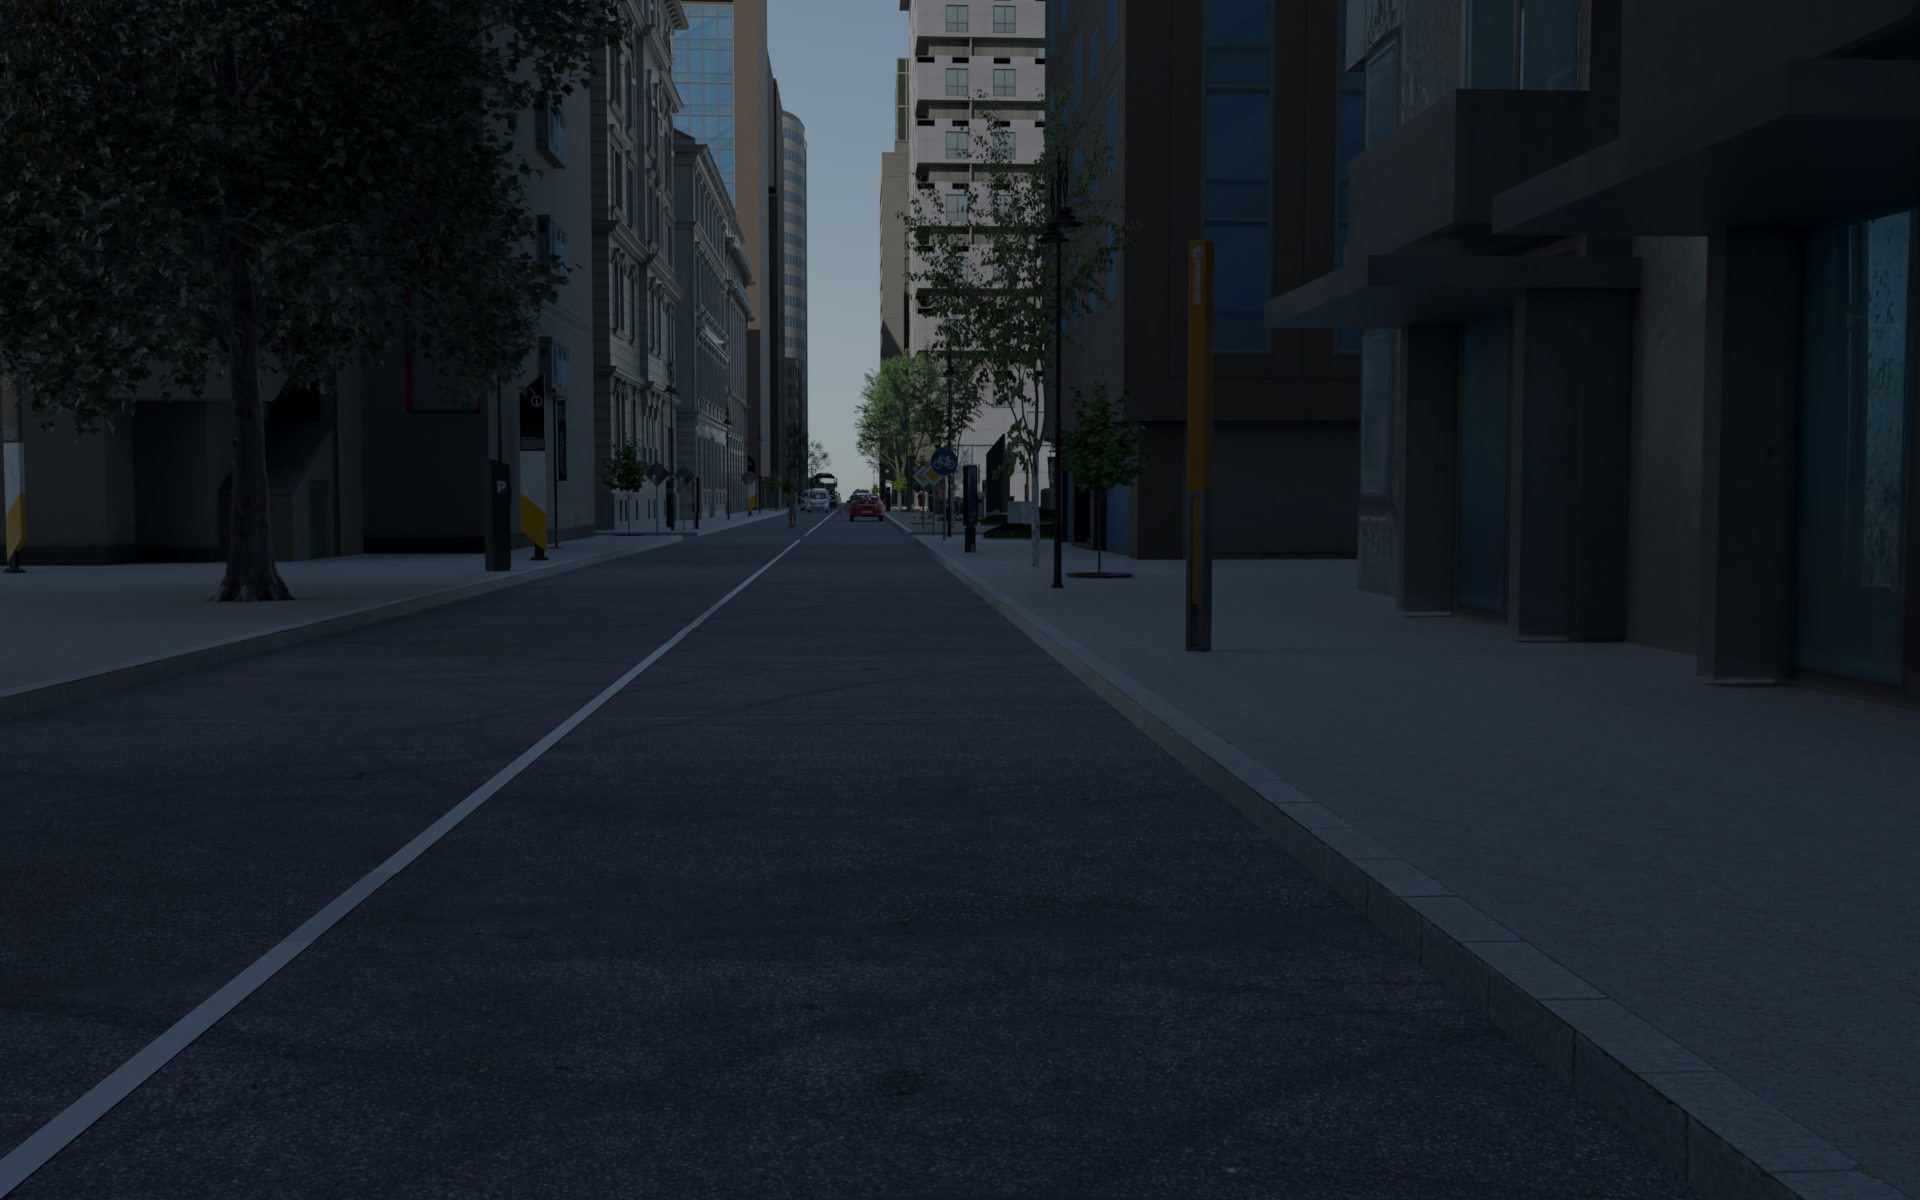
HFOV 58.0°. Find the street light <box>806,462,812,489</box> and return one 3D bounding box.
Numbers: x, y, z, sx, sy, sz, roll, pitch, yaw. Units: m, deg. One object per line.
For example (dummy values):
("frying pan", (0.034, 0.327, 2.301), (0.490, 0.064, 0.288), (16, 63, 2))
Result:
("street light", (-19.397, -15.093, 219.561), (0.468, 5.910, 1.993), (0, 4, -3))

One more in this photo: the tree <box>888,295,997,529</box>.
("tree", (-0.385, -6.966, 64.263), (4.360, 8.622, 3.978), (0, 3, 0))

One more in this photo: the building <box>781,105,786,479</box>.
("building", (-25.895, -32.604, 183.178), (14.600, 45.320, 14.200), (0, 4, -3))

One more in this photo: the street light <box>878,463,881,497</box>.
("street light", (-8.230, -12.963, 184.731), (0.468, 5.910, 1.993), (0, 4, -3))

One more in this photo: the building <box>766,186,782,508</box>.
("building", (-23.451, -23.469, 155.426), (14.160, 30.474, 14.107), (0, 4, -3))

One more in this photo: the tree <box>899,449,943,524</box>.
("tree", (-1.578, -4.869, 74.209), (1.663, 3.219, 1.824), (0, 3, 0))

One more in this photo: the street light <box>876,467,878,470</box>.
("street light", (-9.853, -14.596, 211.424), (0.468, 5.910, 1.993), (0, 4, -3))

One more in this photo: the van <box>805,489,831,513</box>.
("van", (-10.935, -7.731, 133.407), (2.013, 2.044, 4.112), (0, 4, -3))

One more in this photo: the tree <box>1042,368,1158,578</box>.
("tree", (2.178, -1.957, 26.597), (1.663, 3.219, 1.824), (0, 3, 0))

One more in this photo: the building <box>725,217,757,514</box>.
("building", (-21.005, -16.800, 116.482), (13.314, 21.916, 24.055), (0, 4, -3))

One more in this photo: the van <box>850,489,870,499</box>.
("van", (-8.463, -8.707, 149.377), (2.013, 2.044, 4.112), (0, 4, -5))

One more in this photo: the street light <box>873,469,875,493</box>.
("street light", (-11.535, -16.401, 240.938), (0.468, 5.910, 1.993), (0, 4, -3))

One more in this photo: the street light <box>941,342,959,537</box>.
("street light", (-0.318, -4.823, 51.640), (0.468, 5.910, 1.993), (0, 4, -3))

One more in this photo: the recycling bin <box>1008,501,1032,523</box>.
("recycling bin", (2.168, -2.968, 61.088), (0.722, 1.027, 0.722), (-3, 4, -36))

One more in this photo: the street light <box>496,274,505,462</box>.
("street light", (-8.203, -3.549, 30.815), (0.468, 5.910, 1.993), (0, 4, -3))

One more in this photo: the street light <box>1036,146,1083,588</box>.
("street light", (1.336, -3.103, 23.524), (0.468, 5.910, 1.993), (0, 4, -3))

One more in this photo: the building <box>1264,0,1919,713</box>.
("building", (15.554, -23.840, 9.386), (23.786, 49.044, 30.456), (0, 4, -3))

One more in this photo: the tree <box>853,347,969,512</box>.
("tree", (-3.441, -11.954, 121.198), (9.928, 11.665, 9.643), (0, 3, 0))

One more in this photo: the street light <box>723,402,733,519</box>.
("street light", (-11.691, -7.003, 87.289), (0.468, 5.910, 1.993), (0, 4, -3))

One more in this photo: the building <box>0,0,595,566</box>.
("building", (-20.850, -25.432, 39.522), (21.600, 48.544, 21.300), (0, 4, -3))

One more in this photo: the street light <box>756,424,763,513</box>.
("street light", (-13.229, -8.656, 114.315), (0.468, 5.910, 1.993), (0, 4, -3))

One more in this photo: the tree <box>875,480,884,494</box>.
("tree", (-7.473, -11.466, 182.077), (1.663, 3.219, 1.824), (0, 3, 0))

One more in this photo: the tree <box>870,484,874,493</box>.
("tree", (-14.018, -17.833, 286.168), (1.663, 3.219, 1.824), (0, 3, 0))

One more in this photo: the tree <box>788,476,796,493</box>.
("tree", (-16.684, -10.517, 166.561), (1.663, 3.219, 1.824), (0, 3, 0))

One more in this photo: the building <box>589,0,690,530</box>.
("building", (-19.044, -17.345, 70.978), (14.401, 28.519, 23.554), (0, 4, -3))

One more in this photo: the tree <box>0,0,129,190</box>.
("tree", (-8.031, -3.770, 11.999), (4.360, 8.622, 3.978), (0, 3, 0))

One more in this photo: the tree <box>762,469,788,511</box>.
("tree", (-14.500, -8.520, 133.907), (1.663, 3.219, 1.824), (0, 3, 0))

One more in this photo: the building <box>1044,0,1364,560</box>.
("building", (9.597, -23.814, 39.472), (14.600, 45.320, 14.200), (0, 4, -3))

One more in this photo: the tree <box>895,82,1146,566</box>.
("tree", (1.097, -4.902, 30.511), (4.737, 8.622, 4.395), (0, 3, 0))

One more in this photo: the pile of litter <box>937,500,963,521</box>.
("pile of litter", (-0.484, -4.174, 82.206), (1.176, 0.858, 1.719), (-3, 4, -37))

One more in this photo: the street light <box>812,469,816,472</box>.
("street light", (-21.080, -16.726, 246.250), (0.468, 5.910, 1.993), (0, 4, -3))

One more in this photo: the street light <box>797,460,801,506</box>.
("street light", (-17.711, -13.328, 190.695), (0.468, 5.910, 1.993), (0, 4, -3))

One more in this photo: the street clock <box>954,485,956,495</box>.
("street clock", (-0.469, -7.816, 132.364), (0.358, 2.002, 0.471), (0, 4, -6))

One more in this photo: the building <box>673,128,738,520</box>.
("building", (-18.558, -15.771, 94.005), (11.583, 22.565, 21.152), (0, 4, -3))

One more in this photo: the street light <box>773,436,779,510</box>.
("street light", (-14.593, -10.060, 137.269), (0.468, 5.910, 1.993), (0, 4, -3))

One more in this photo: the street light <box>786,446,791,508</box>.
("street light", (-16.188, -11.693, 163.963), (0.468, 5.910, 1.993), (0, 4, -3))

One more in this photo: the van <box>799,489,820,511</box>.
("van", (-12.919, -8.732, 149.773), (2.013, 2.044, 4.112), (0, 4, -3))

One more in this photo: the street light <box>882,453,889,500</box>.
("street light", (-6.645, -11.316, 157.806), (0.468, 5.910, 1.993), (0, 4, -3))

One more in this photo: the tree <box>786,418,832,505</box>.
("tree", (-19.825, -16.993, 212.251), (8.767, 10.594, 7.601), (-1, 4, -11))

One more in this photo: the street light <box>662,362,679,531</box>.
("street light", (-10.087, -5.370, 60.595), (0.468, 5.910, 1.993), (0, 4, -3))

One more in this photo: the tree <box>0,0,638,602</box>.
("tree", (-8.671, -6.345, 20.747), (9.611, 12.733, 9.660), (0, 3, 0))

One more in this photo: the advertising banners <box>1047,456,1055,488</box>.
("advertising banners", (4.769, -5.112, 79.767), (0.090, 3.025, 2.074), (-3, 5, -44))

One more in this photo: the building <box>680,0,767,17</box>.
("building", (-22.856, -30.015, 140.855), (14.600, 45.320, 14.200), (0, 4, -3))

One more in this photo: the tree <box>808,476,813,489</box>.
("tree", (-24.766, -18.904, 292.794), (4.285, 4.588, 4.351), (0, 3, 0))

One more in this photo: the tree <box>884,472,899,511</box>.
("tree", (-4.334, -8.352, 131.158), (1.663, 3.219, 1.824), (0, 3, 0))

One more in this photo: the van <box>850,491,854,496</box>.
("van", (-15.423, -15.419, 259.114), (2.013, 2.044, 4.112), (0, 4, -4))

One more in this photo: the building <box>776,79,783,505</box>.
("building", (-25.346, -31.737, 169.012), (14.600, 45.320, 14.200), (0, 4, -3))

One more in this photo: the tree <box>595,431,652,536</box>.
("tree", (-10.183, -3.585, 53.217), (1.663, 3.219, 1.824), (0, 3, 0))
